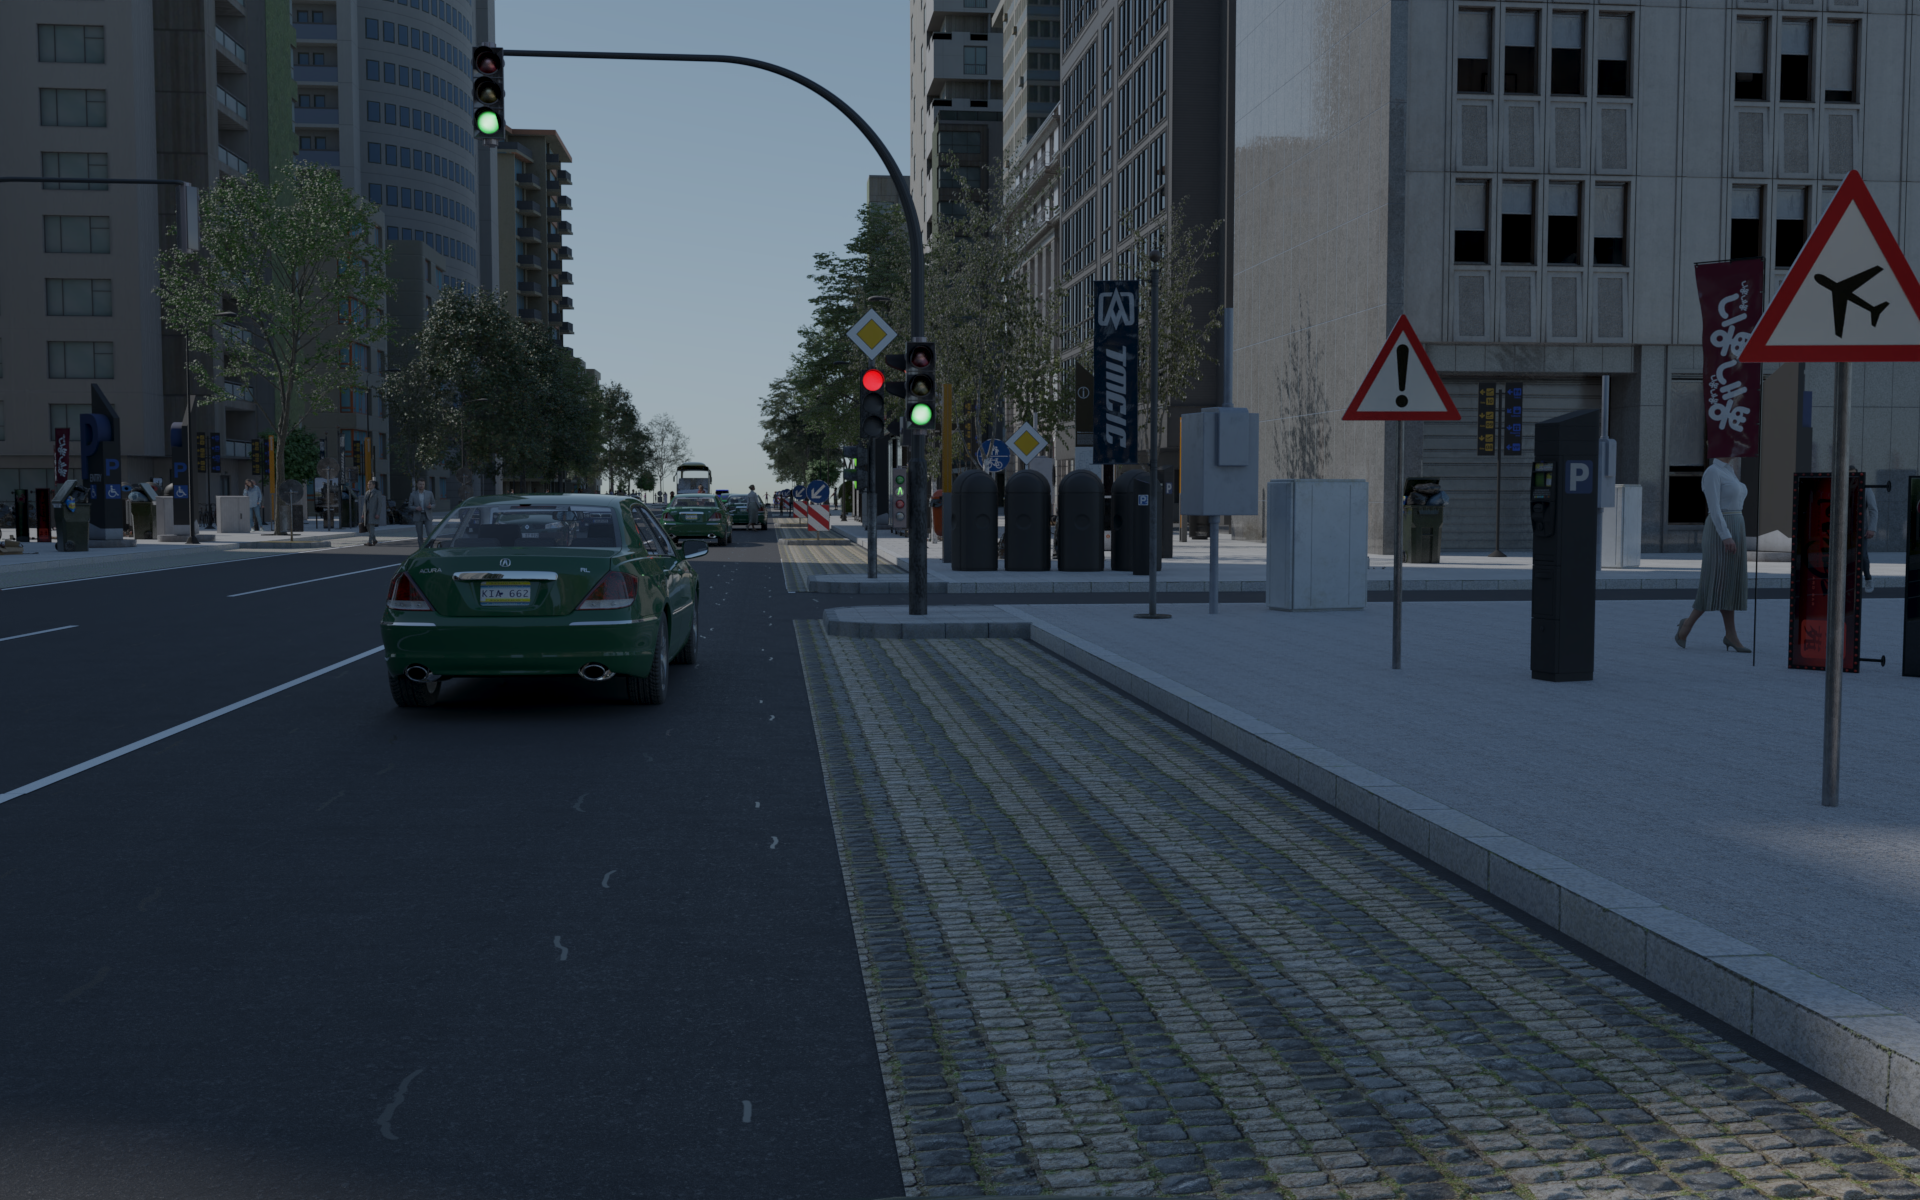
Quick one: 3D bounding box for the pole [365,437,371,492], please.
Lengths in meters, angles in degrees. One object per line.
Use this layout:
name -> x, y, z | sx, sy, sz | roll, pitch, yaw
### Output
pole -> -21.309, -4.192, 62.389 | 0.158, 3.312, 0.155 | 0, 3, 0

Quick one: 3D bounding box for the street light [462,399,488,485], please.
street light -> -23.689, -6.846, 84.473 | 1.470, 5.913, 1.316 | 0, 4, -6

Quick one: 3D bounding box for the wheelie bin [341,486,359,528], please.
wheelie bin -> -23.408, -3.566, 66.220 | 0.693, 1.594, 0.980 | 0, 4, -7

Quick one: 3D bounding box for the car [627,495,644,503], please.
car -> -24.677, -7.189, 130.122 | 1.945, 1.354, 3.894 | 0, 4, -8

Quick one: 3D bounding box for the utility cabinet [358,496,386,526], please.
utility cabinet -> -23.500, -3.555, 69.281 | 1.020, 1.237, 0.306 | -3, 5, -39

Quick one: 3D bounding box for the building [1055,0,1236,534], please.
building -> 12.559, -16.715, 66.790 | 14.314, 27.812, 24.014 | 0, 4, -6

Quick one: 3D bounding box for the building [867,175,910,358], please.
building -> -5.123, -33.107, 224.890 | 14.154, 41.232, 14.086 | 0, 4, -6

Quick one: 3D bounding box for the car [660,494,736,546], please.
car -> -7.461, -2.288, 49.199 | 2.131, 1.459, 4.920 | 0, 4, -5

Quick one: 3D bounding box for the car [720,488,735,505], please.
car -> -14.091, -5.990, 106.731 | 1.959, 1.807, 4.718 | -1, 4, -8

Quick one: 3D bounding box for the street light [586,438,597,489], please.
street light -> -30.020, -10.352, 141.800 | 1.470, 5.913, 1.316 | 0, 4, -6

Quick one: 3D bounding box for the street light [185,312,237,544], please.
street light -> -19.157, -4.391, 44.332 | 1.470, 5.913, 1.316 | 0, 4, -6

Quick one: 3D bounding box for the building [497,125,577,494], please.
building -> -57.232, -33.526, 202.776 | 22.147, 44.769, 28.867 | 0, 4, -6

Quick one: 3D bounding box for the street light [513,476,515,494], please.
street light -> -25.540, -7.873, 101.269 | 1.470, 5.913, 1.316 | 0, 4, -6

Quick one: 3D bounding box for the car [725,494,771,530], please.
car -> -8.715, -3.566, 70.104 | 2.131, 1.459, 4.920 | 0, 4, -7

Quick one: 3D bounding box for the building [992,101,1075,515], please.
building -> 9.738, -15.229, 90.795 | 13.314, 21.916, 24.055 | 0, 4, -6

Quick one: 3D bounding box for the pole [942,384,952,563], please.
pole -> -0.241, -2.343, 32.158 | 0.158, 3.312, 0.155 | 0, 3, 0

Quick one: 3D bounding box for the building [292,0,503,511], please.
building -> -49.953, -36.499, 138.761 | 21.231, 58.520, 28.212 | 0, 4, -6

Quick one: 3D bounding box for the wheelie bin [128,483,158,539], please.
wheelie bin -> -23.136, -2.521, 49.134 | 0.693, 1.594, 0.980 | 0, 4, -4

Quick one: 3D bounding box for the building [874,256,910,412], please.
building -> -3.591, -26.849, 210.676 | 14.160, 30.474, 14.107 | 0, 4, -6

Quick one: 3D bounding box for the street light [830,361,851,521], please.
street light -> -3.726, -5.393, 60.722 | 1.470, 5.913, 1.316 | 0, 4, -6

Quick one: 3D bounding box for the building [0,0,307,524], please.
building -> -38.155, -23.996, 75.925 | 14.154, 41.232, 14.086 | 0, 4, -6

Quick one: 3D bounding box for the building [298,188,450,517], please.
building -> -49.750, -16.281, 111.237 | 27.650, 21.520, 28.899 | 0, 4, -6

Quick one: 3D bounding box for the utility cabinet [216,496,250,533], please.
utility cabinet -> -23.964, -2.811, 57.121 | 0.306, 1.237, 1.020 | 3, 4, 38

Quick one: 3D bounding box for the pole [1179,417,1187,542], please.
pole -> 5.948, -3.194, 46.064 | 0.158, 3.312, 0.155 | 0, 3, 0

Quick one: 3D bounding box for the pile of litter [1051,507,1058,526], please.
pile of litter -> 4.005, -3.422, 69.912 | 1.176, 0.858, 1.719 | -3, 5, -45

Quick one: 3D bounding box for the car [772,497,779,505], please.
car -> -21.838, -12.297, 210.645 | 1.945, 1.707, 3.694 | 0, 4, -8

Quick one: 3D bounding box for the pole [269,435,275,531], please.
pole -> -23.918, -4.061, 60.237 | 0.158, 3.312, 0.155 | 0, 3, 0

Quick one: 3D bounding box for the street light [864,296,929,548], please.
street light -> -1.454, -4.177, 40.840 | 1.470, 5.913, 1.316 | 0, 4, -6

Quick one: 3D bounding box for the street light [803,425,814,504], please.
street light -> -8.228, -7.865, 101.136 | 1.470, 5.913, 1.316 | 0, 4, -6

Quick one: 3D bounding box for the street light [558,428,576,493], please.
street light -> -27.637, -9.117, 121.604 | 1.470, 5.913, 1.316 | 0, 4, -6

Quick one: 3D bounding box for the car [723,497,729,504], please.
car -> -10.703, -4.471, 85.109 | 2.014, 1.417, 4.499 | 0, 4, -4

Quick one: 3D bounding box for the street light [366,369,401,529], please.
street light -> -21.379, -5.607, 64.219 | 1.470, 5.913, 1.316 | 0, 4, -6

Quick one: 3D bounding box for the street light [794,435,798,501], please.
street light -> -12.097, -10.005, 136.122 | 1.470, 5.913, 1.316 | 0, 4, -6

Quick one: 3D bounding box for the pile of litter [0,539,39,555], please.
pile of litter -> -20.350, -1.382, 36.560 | 1.719, 0.858, 1.176 | -3, 4, -38

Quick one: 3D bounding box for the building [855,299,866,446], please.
building -> -6.751, -28.642, 240.004 | 14.160, 30.474, 14.107 | 0, 4, -6

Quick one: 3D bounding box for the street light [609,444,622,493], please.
street light -> -32.186, -11.569, 161.693 | 1.470, 5.913, 1.316 | 0, 4, -6

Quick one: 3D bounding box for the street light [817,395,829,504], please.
street light -> -5.990, -6.649, 81.251 | 1.470, 5.913, 1.316 | 0, 4, -6

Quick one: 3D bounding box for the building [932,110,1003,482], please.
building -> 4.641, -22.181, 134.358 | 14.160, 30.474, 14.107 | 0, 4, -6

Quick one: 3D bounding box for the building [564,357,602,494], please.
building -> -63.412, -23.656, 231.809 | 27.650, 21.520, 28.899 | 0, 4, -6

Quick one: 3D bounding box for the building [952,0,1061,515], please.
building -> 15.852, -25.950, 116.167 | 32.217, 40.220, 23.993 | 0, 4, -6

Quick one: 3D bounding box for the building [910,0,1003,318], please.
building -> 9.958, -34.613, 155.153 | 28.713, 52.752, 27.495 | 0, 4, -6

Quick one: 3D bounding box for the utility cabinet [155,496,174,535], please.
utility cabinet -> -22.127, -2.298, 48.733 | 0.306, 1.237, 1.020 | 1, 4, 16

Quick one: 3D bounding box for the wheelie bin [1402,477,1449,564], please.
wheelie bin -> 8.600, -1.480, 32.102 | 0.980, 1.594, 0.693 | 0, 4, -6

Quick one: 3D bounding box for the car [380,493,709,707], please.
car -> -3.023, -0.083, 13.161 | 2.131, 1.459, 4.920 | 0, 4, -4

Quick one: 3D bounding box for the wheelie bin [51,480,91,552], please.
wheelie bin -> -19.824, -1.882, 38.680 | 0.980, 1.594, 0.693 | 3, 5, 45

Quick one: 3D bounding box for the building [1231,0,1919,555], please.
building -> 18.108, -13.743, 42.715 | 19.932, 24.808, 12.078 | 0, 4, -6

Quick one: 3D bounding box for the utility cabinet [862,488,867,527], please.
utility cabinet -> -3.251, -3.497, 65.847 | 0.318, 1.500, 1.173 | -3, 5, -39
